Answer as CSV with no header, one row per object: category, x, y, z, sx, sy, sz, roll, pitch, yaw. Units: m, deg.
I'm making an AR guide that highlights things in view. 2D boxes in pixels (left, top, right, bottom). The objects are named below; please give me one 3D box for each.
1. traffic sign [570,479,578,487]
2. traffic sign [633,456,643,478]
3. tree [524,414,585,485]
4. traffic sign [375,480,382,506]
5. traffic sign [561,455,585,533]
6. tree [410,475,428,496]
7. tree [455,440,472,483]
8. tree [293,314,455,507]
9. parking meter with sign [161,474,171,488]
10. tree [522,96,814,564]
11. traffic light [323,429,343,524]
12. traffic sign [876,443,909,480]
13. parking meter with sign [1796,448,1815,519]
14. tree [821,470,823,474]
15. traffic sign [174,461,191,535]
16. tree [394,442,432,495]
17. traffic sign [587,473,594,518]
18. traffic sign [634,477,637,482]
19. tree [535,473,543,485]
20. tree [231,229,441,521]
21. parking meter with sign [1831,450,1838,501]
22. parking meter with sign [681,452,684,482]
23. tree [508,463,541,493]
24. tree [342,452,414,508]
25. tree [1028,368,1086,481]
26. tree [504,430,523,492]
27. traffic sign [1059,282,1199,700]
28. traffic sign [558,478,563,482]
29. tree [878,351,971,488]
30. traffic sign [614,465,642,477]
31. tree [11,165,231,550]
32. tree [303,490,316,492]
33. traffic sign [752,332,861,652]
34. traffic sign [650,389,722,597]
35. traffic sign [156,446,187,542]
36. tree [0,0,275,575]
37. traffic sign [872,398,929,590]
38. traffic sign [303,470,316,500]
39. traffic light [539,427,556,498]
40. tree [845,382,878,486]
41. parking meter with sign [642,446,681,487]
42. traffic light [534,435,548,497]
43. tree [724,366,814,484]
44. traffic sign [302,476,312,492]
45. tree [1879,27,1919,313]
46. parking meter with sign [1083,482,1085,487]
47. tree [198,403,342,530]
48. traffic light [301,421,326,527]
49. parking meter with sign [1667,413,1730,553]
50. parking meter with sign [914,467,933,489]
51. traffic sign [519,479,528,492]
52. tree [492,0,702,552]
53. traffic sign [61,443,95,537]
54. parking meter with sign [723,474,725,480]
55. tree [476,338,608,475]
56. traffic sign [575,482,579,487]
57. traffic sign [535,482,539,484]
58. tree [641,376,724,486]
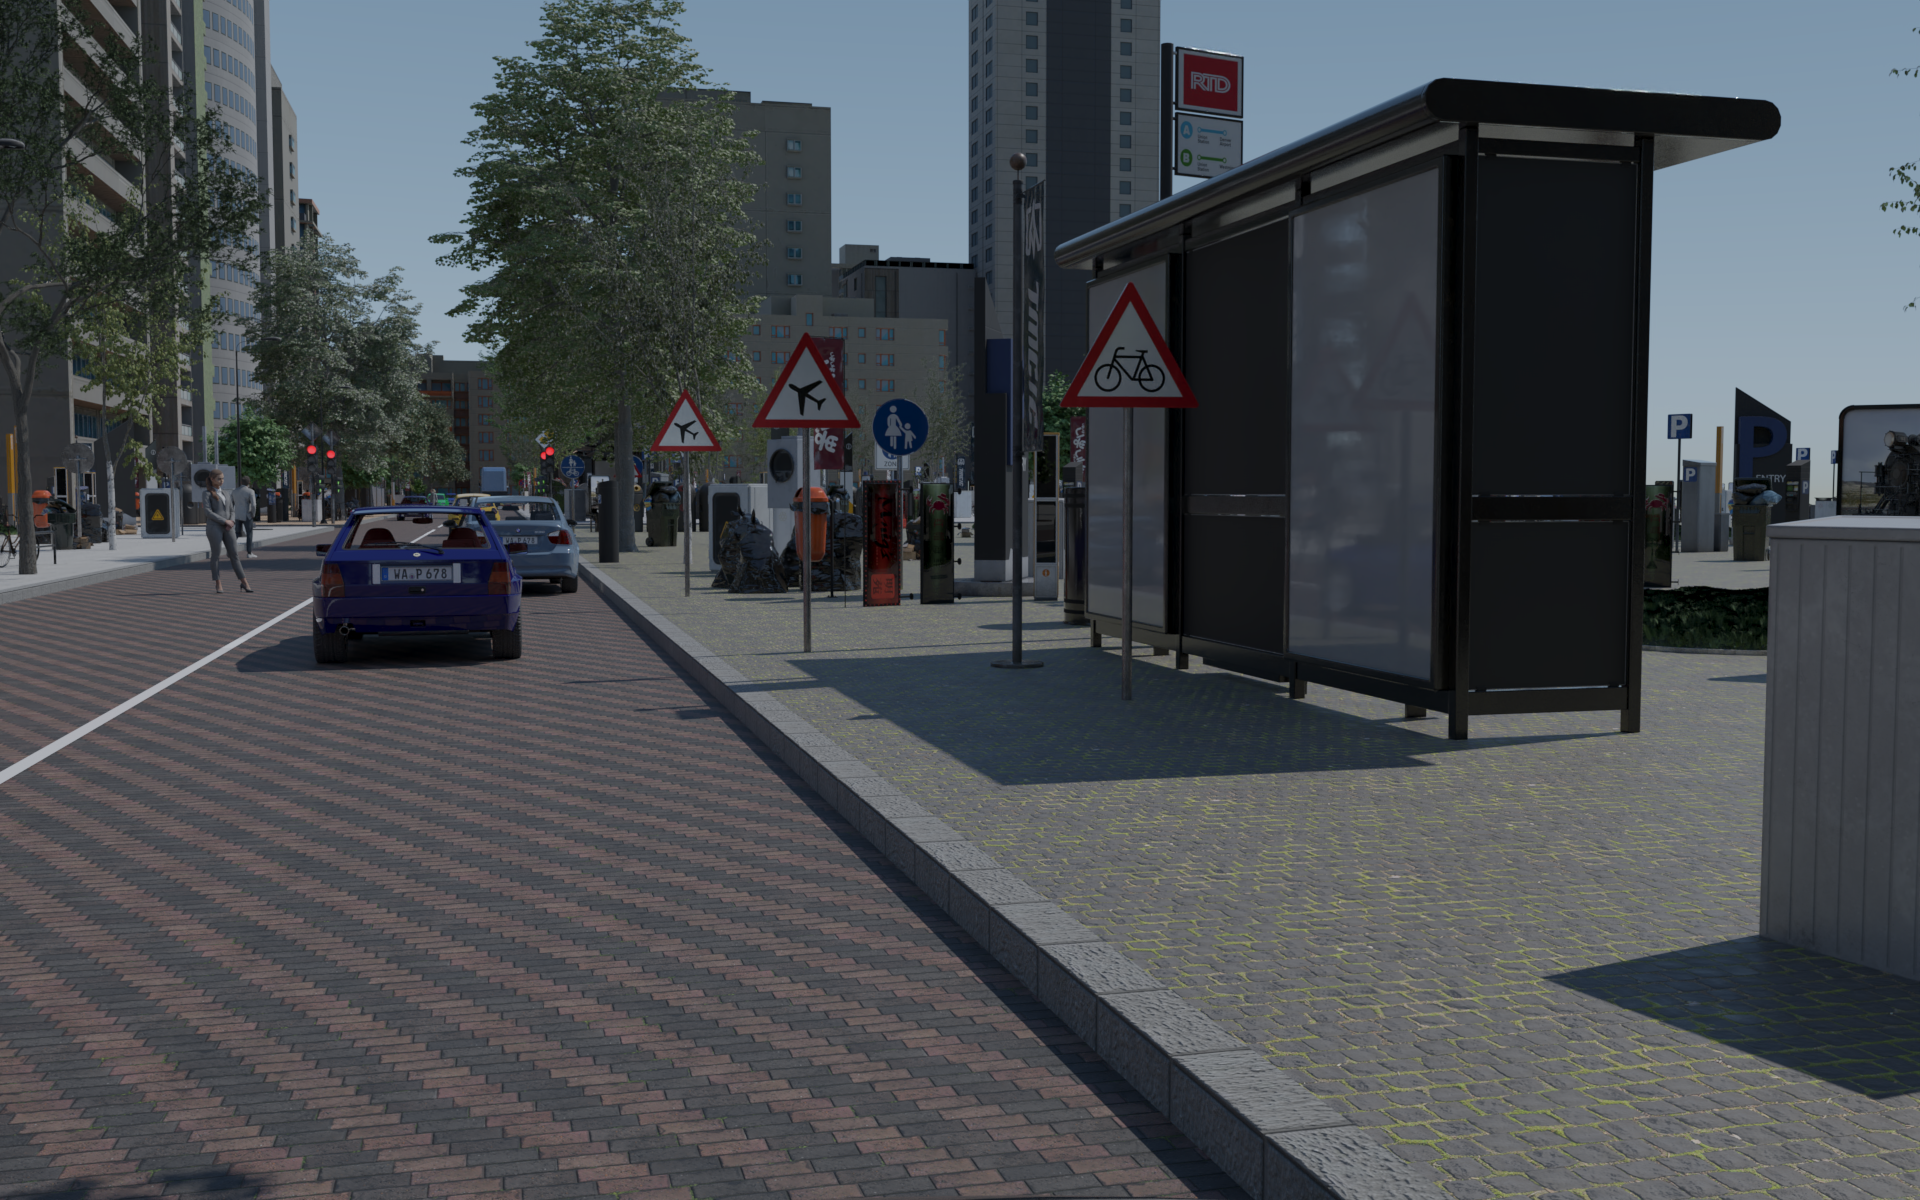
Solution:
traffic sign,-33.578,-9.224,150.924,0.768,2.556,0.104,-1,4,-9
traffic sign,-10.796,-3.477,56.948,0.768,2.556,0.104,0,4,-6
tree,-28.400,-10.393,120.289,4.737,8.622,4.395,0,3,0
traffic sign,-40.278,-7.307,119.568,0.768,2.556,0.104,-1,4,-11
traffic sign,-12.639,-3.453,56.568,0.768,2.556,0.104,-1,4,-8
tree,-59.501,-11.935,189.742,1.663,3.219,1.824,0,3,0
tree,-63.418,-17.761,207.399,9.611,12.733,9.660,0,3,0
tree,-37.973,-11.848,110.725,9.611,12.733,9.660,0,3,0
parking meter with sign,-37.500,-5.242,81.968,0.543,3.016,1.738,-1,4,-20
tree,-5.219,-4.966,31.557,4.360,8.622,3.978,0,3,0
traffic light,-26.994,-5.235,74.509,0.839,4.253,0.868,-1,4,-15
traffic sign,-1.186,-1.719,30.239,0.606,2.300,0.079,-1,4,-10
parking meter with sign,33.395,-4.456,69.121,1.738,3.016,0.543,2,4,28
tree,-11.168,-11.268,134.597,4.737,8.622,4.395,0,3,0
traffic sign,-24.316,-3.178,54.098,0.606,2.300,0.079,-1,4,-11
tree,-51.386,-12.829,160.114,4.737,8.622,4.395,0,3,0
traffic sign,-17.808,-5.021,84.219,0.606,2.300,0.079,-1,4,-10
traffic sign,-12.020,-3.721,62.969,0.606,2.300,0.079,-1,4,-10
tree,-30.815,-8.283,130.023,1.663,3.219,1.824,0,3,0
tree,-29.952,-10.793,83.113,9.857,13.997,8.962,0,3,0
parking meter with sign,35.533,-4.432,68.726,1.738,3.016,0.543,0,4,7
parking meter with sign,-10.901,-4.326,66.988,0.543,3.016,1.738,-1,4,-13
tree,-39.062,-10.569,156.510,4.285,4.588,4.351,0,3,0
tree,-34.023,-6.986,97.941,4.285,4.588,4.351,0,3,0
tree,2.624,-3.765,45.272,4.285,4.588,4.351,0,3,0
tree,-34.895,-11.736,142.251,4.360,8.622,3.978,0,3,0
traffic sign,1.039,-0.656,10.733,0.884,2.594,0.081,-1,4,-10
traffic sign,-31.647,-8.342,136.496,0.768,2.556,0.104,0,4,-7
tree,-1.447,-8.509,89.486,4.360,8.622,3.978,0,3,0
traffic sign,-10.561,-3.369,55.080,0.884,2.594,0.081,-1,4,-14
tree,-19.147,-5.446,39.410,4.737,8.622,4.395,0,3,0
tree,-46.124,-7.832,122.652,1.663,3.219,1.824,0,3,0
traffic sign,-1.243,-0.857,14.023,0.884,2.594,0.081,-1,4,-14
traffic sign,-3.412,-1.321,21.604,0.884,2.594,0.081,-1,4,-9
traffic sign,-20.997,-2.817,46.169,0.768,2.556,0.104,-1,4,-11
tree,-14.860,-5.706,27.706,8.767,10.594,7.601,0,4,2
traffic sign,-0.803,-1.412,23.188,0.768,2.556,0.104,-1,4,-9
traffic sign,-33.585,-5.473,89.585,0.768,2.556,0.104,-1,4,-9
traffic light,-16.373,-4.903,69.090,0.839,4.253,0.868,-1,4,-15
tree,-6.423,-9.951,113.060,4.360,8.622,3.978,0,3,0
parking meter with sign,-10.562,-3.961,61.023,0.543,3.016,1.738,1,4,16
traffic light,-18.437,-5.375,76.805,0.839,4.253,0.868,-1,4,-15
tree,-11.063,-9.178,100.418,4.737,8.622,4.395,0,3,0
traffic sign,-37.405,-6.082,99.553,0.768,2.556,0.104,-1,4,-8
tree,13.963,-4.408,22.431,4.360,8.622,3.978,0,3,0
parking meter with sign,7.128,-5.735,90.031,1.738,3.016,0.543,2,4,23
tree,-25.218,-4.772,61.728,4.285,4.588,4.351,0,3,0
traffic light,-24.931,-4.763,66.794,0.839,4.253,0.868,-1,4,-15
parking meter with sign,16.302,-2.562,38.144,1.738,3.016,0.543,-2,4,-35
parking meter with sign,-2.080,-6.928,109.527,1.738,3.016,0.543,3,5,44
traffic sign,-36.623,-8.881,145.304,0.768,2.556,0.104,-1,4,-10
tree,-7.767,-7.333,38.015,7.486,12.596,7.792,0,3,0
traffic sign,-21.860,-2.620,42.946,0.768,2.556,0.104,-1,4,-10
parking meter with sign,-20.901,-9.243,147.377,1.738,3.016,0.543,0,4,-2
tree,-24.757,-10.899,103.948,9.928,11.665,9.643,0,3,0
traffic sign,-27.925,-7.807,127.642,0.884,2.594,0.081,-1,4,-10
traffic sign,-32.354,-8.169,133.662,0.768,2.556,0.104,-1,4,-9
tree,-15.181,-8.699,92.597,4.737,8.622,4.395,0,3,0
